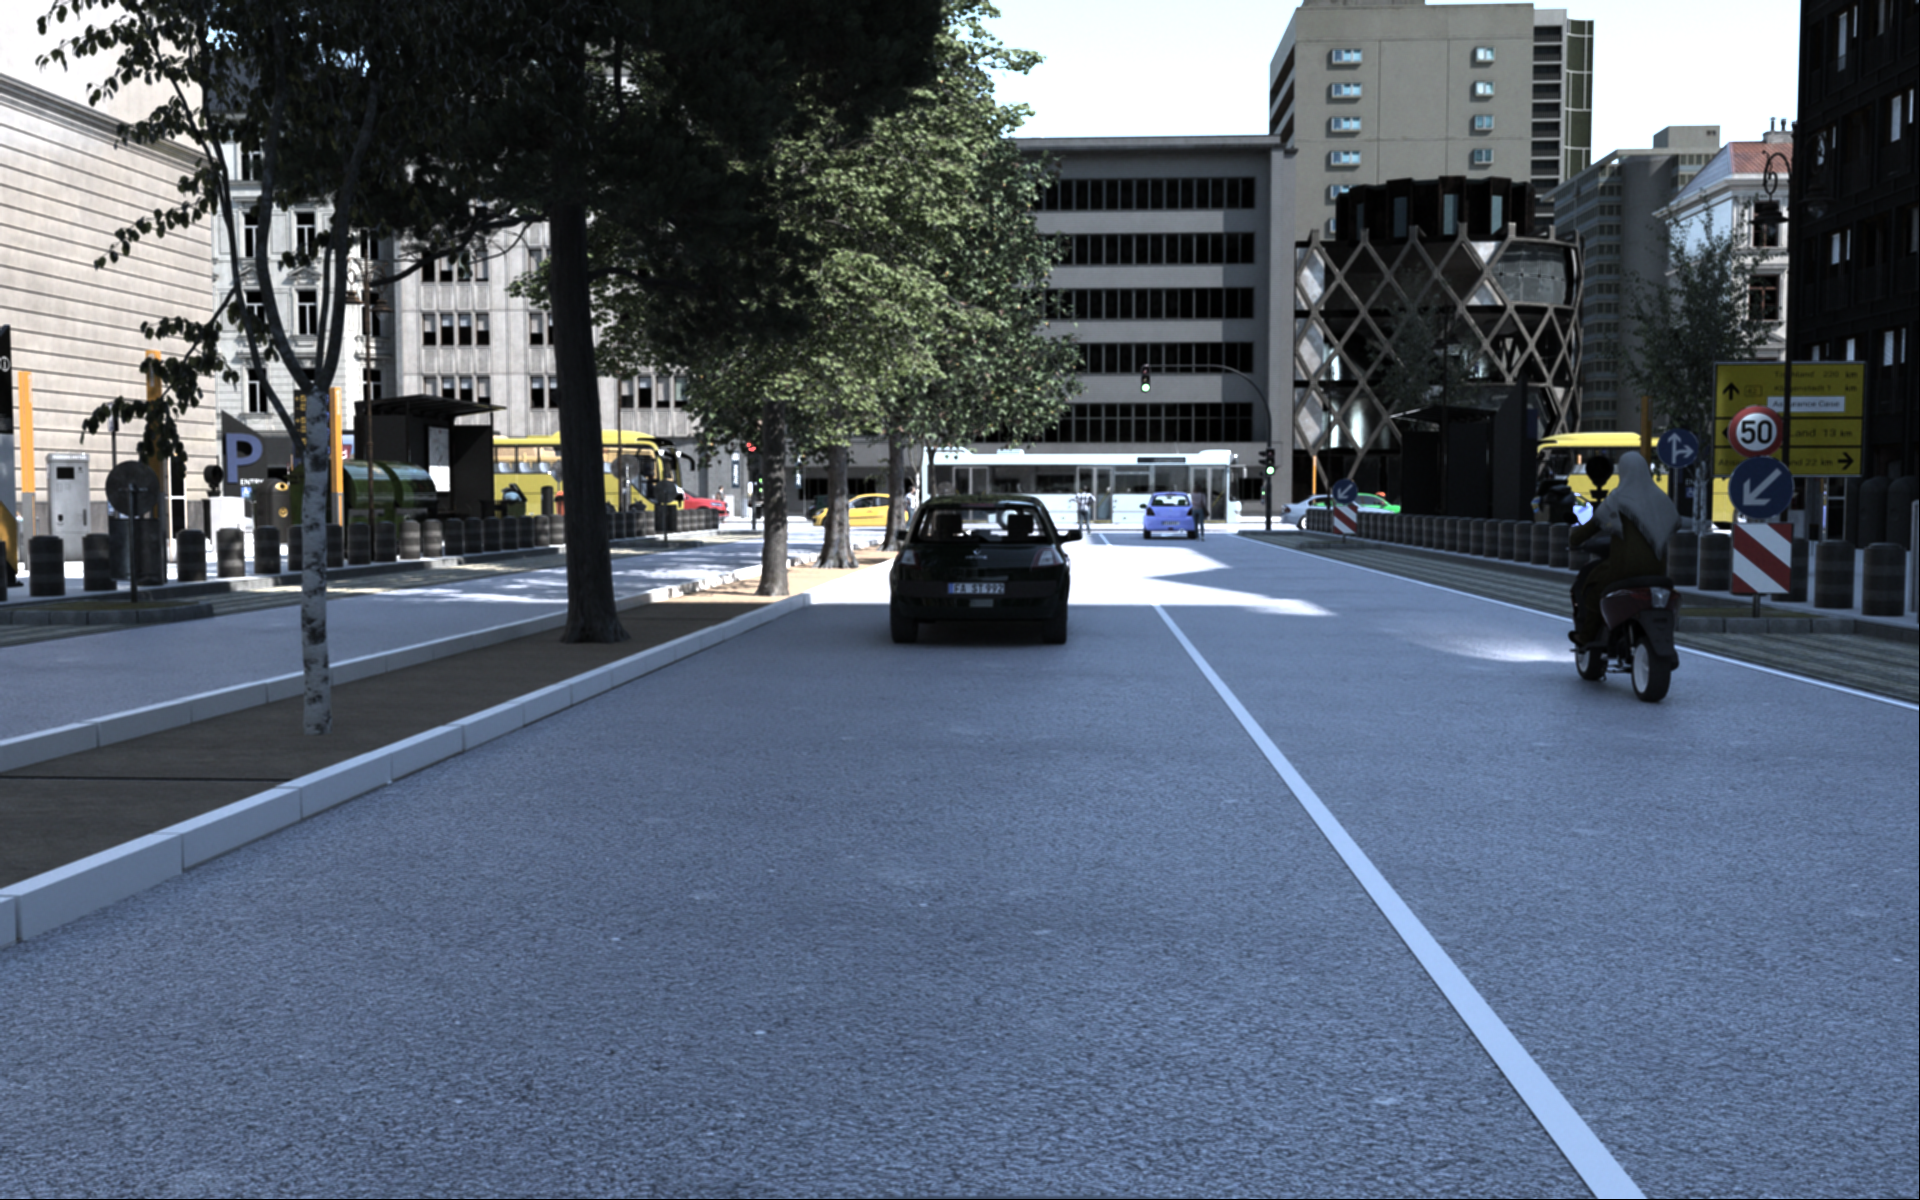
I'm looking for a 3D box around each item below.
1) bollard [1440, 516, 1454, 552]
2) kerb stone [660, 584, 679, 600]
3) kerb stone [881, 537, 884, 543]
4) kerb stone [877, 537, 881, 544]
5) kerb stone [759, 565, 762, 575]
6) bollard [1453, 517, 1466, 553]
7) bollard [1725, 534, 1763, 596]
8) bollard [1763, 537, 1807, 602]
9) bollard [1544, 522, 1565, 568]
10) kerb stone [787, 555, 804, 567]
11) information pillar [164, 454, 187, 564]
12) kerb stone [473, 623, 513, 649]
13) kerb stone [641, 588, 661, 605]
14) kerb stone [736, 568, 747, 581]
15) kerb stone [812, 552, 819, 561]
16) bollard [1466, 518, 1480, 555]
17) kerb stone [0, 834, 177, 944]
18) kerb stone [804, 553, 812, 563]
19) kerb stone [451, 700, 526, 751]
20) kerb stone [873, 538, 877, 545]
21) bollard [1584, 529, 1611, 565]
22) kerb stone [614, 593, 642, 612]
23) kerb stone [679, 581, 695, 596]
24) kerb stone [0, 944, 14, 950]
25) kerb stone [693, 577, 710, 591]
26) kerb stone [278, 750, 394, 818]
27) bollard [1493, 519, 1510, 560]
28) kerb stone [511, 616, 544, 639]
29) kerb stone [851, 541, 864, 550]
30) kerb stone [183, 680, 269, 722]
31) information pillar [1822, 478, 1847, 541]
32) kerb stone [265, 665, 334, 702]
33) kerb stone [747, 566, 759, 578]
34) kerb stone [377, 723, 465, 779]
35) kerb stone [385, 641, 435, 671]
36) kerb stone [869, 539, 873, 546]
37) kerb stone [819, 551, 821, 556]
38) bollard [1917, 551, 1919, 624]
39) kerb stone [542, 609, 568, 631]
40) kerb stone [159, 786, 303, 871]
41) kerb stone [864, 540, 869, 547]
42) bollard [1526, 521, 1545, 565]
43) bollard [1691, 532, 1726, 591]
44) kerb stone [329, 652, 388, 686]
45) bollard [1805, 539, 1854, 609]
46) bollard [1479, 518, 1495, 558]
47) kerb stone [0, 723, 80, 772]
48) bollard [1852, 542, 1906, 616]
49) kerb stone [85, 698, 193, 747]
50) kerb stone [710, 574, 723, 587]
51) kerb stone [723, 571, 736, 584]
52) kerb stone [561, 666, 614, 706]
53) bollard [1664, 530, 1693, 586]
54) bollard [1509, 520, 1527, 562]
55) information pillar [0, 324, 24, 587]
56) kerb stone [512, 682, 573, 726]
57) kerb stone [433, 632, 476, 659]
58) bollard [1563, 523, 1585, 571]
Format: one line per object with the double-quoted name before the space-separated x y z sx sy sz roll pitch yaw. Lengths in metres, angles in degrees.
"bollard" 11.065 -1.473 38.801 0.404 0.777 0.398 0 3 0
"kerb stone" -4.031 -0.085 23.578 0.120 0.150 1.000 0 4 4
"kerb stone" -2.365 -1.713 50.240 0.120 0.150 1.000 0 4 4
"kerb stone" -2.419 -1.650 49.216 0.120 0.150 1.000 0 4 4
"kerb stone" -3.577 -0.524 30.763 0.120 0.150 1.000 0 4 4
"bollard" 10.993 -1.398 37.570 0.404 0.777 0.398 0 3 0
"bollard" 10.004 -0.441 21.926 0.404 0.777 0.398 0 3 0
"bollard" 9.930 -0.367 20.724 0.404 0.777 0.398 0 3 0
"bollard" 10.537 -0.956 30.345 0.404 0.777 0.398 0 3 0
"kerb stone" -3.321 -0.775 34.866 0.120 0.150 1.000 0 4 4
"information pillar" -14.455 -1.678 31.924 0.304 2.012 0.304 -3 5 -40
"kerb stone" -4.478 0.357 16.404 0.120 0.150 1.000 0 4 4
"kerb stone" -4.102 -0.020 22.556 0.120 0.150 1.000 0 4 4
"kerb stone" -3.718 -0.399 28.718 0.120 0.150 1.000 0 4 4
"kerb stone" -3.193 -0.900 36.919 0.120 0.150 1.000 0 4 4
"bollard" 10.917 -1.323 36.347 0.404 0.777 0.398 0 3 0
"kerb stone" -3.029 0.988 6.042 0.120 0.150 1.000 0 4 4
"kerb stone" -3.262 -0.838 35.896 0.120 0.150 1.000 0 4 4
"kerb stone" -2.772 0.738 10.137 0.120 0.150 1.000 0 4 4
"kerb stone" -2.484 -1.585 48.194 0.120 0.150 1.000 0 4 4
"bollard" 10.382 -0.808 27.933 0.404 0.777 0.398 0 3 0
"kerb stone" -4.163 0.041 21.532 0.120 0.150 1.000 0 4 4
"kerb stone" -3.969 -0.147 24.601 0.120 0.150 1.000 0 4 4
"kerb stone" -3.098 1.050 5.020 0.120 0.150 1.000 0 4 4
"kerb stone" -3.905 -0.210 25.630 0.120 0.150 1.000 0 4 4
"kerb stone" -2.912 0.863 8.093 0.120 0.150 1.000 0 4 4
"bollard" 10.766 -1.176 33.948 0.404 0.777 0.398 0 3 0
"kerb stone" -4.422 0.298 17.429 0.120 0.150 1.000 0 4 4
"kerb stone" -2.678 -1.402 45.112 0.120 0.150 1.000 0 4 4
"kerb stone" -4.812 0.667 11.288 0.120 0.150 1.000 0 4 4
"information pillar" 14.009 -1.422 27.742 0.304 2.012 0.304 1 4 20
"kerb stone" -4.743 0.609 12.315 0.120 0.150 1.000 0 4 4
"kerb stone" -3.643 -0.461 29.741 0.120 0.150 1.000 0 4 4
"kerb stone" -2.852 0.803 9.116 0.120 0.150 1.000 0 4 4
"kerb stone" -4.614 0.481 14.360 0.120 0.150 1.000 0 4 4
"kerb stone" -2.558 -1.527 47.167 0.120 0.150 1.000 0 4 4
"kerb stone" -3.129 -0.963 37.943 0.120 0.150 1.000 0 4 4
"bollard" 9.702 -0.147 17.121 0.404 0.777 0.398 0 3 0
"kerb stone" -4.361 0.234 18.456 0.120 0.150 1.000 0 4 4
"kerb stone" -2.972 0.928 7.070 0.120 0.150 1.000 0 4 4
"kerb stone" -2.613 -1.465 46.144 0.120 0.150 1.000 0 4 4
"bollard" 10.611 -1.029 31.544 0.404 0.777 0.398 0 3 0
"bollard" 10.084 -0.515 23.131 0.404 0.777 0.398 0 3 0
"kerb stone" -4.678 0.542 13.337 0.120 0.150 1.000 0 4 4
"bollard" 9.859 -0.294 19.524 0.404 0.777 0.398 0 3 0
"bollard" 10.838 -1.250 35.148 0.404 0.777 0.398 0 3 0
"kerb stone" -4.943 0.798 9.237 0.120 0.150 1.000 0 4 4
"bollard" 9.777 -0.221 18.325 0.404 0.777 0.398 0 3 0
"kerb stone" -4.869 0.730 10.259 0.120 0.150 1.000 0 4 4
"kerb stone" -3.850 -0.273 26.661 0.120 0.150 1.000 0 4 4
"kerb stone" -3.778 -0.336 27.692 0.120 0.150 1.000 0 4 4
"kerb stone" -2.646 0.611 12.206 0.120 0.150 1.000 0 4 4
"bollard" 10.155 -0.588 24.331 0.404 0.777 0.398 0 3 0
"bollard" 10.685 -1.103 32.744 0.404 0.777 0.398 0 3 0
"information pillar" -13.157 -1.983 23.775 0.183 3.616 0.504 0 4 5
"kerb stone" -2.713 0.674 11.170 0.120 0.150 1.000 0 4 4
"kerb stone" -4.550 0.418 15.382 0.120 0.150 1.000 0 4 4
"bollard" 10.461 -0.882 29.142 0.404 0.777 0.398 0 3 0
